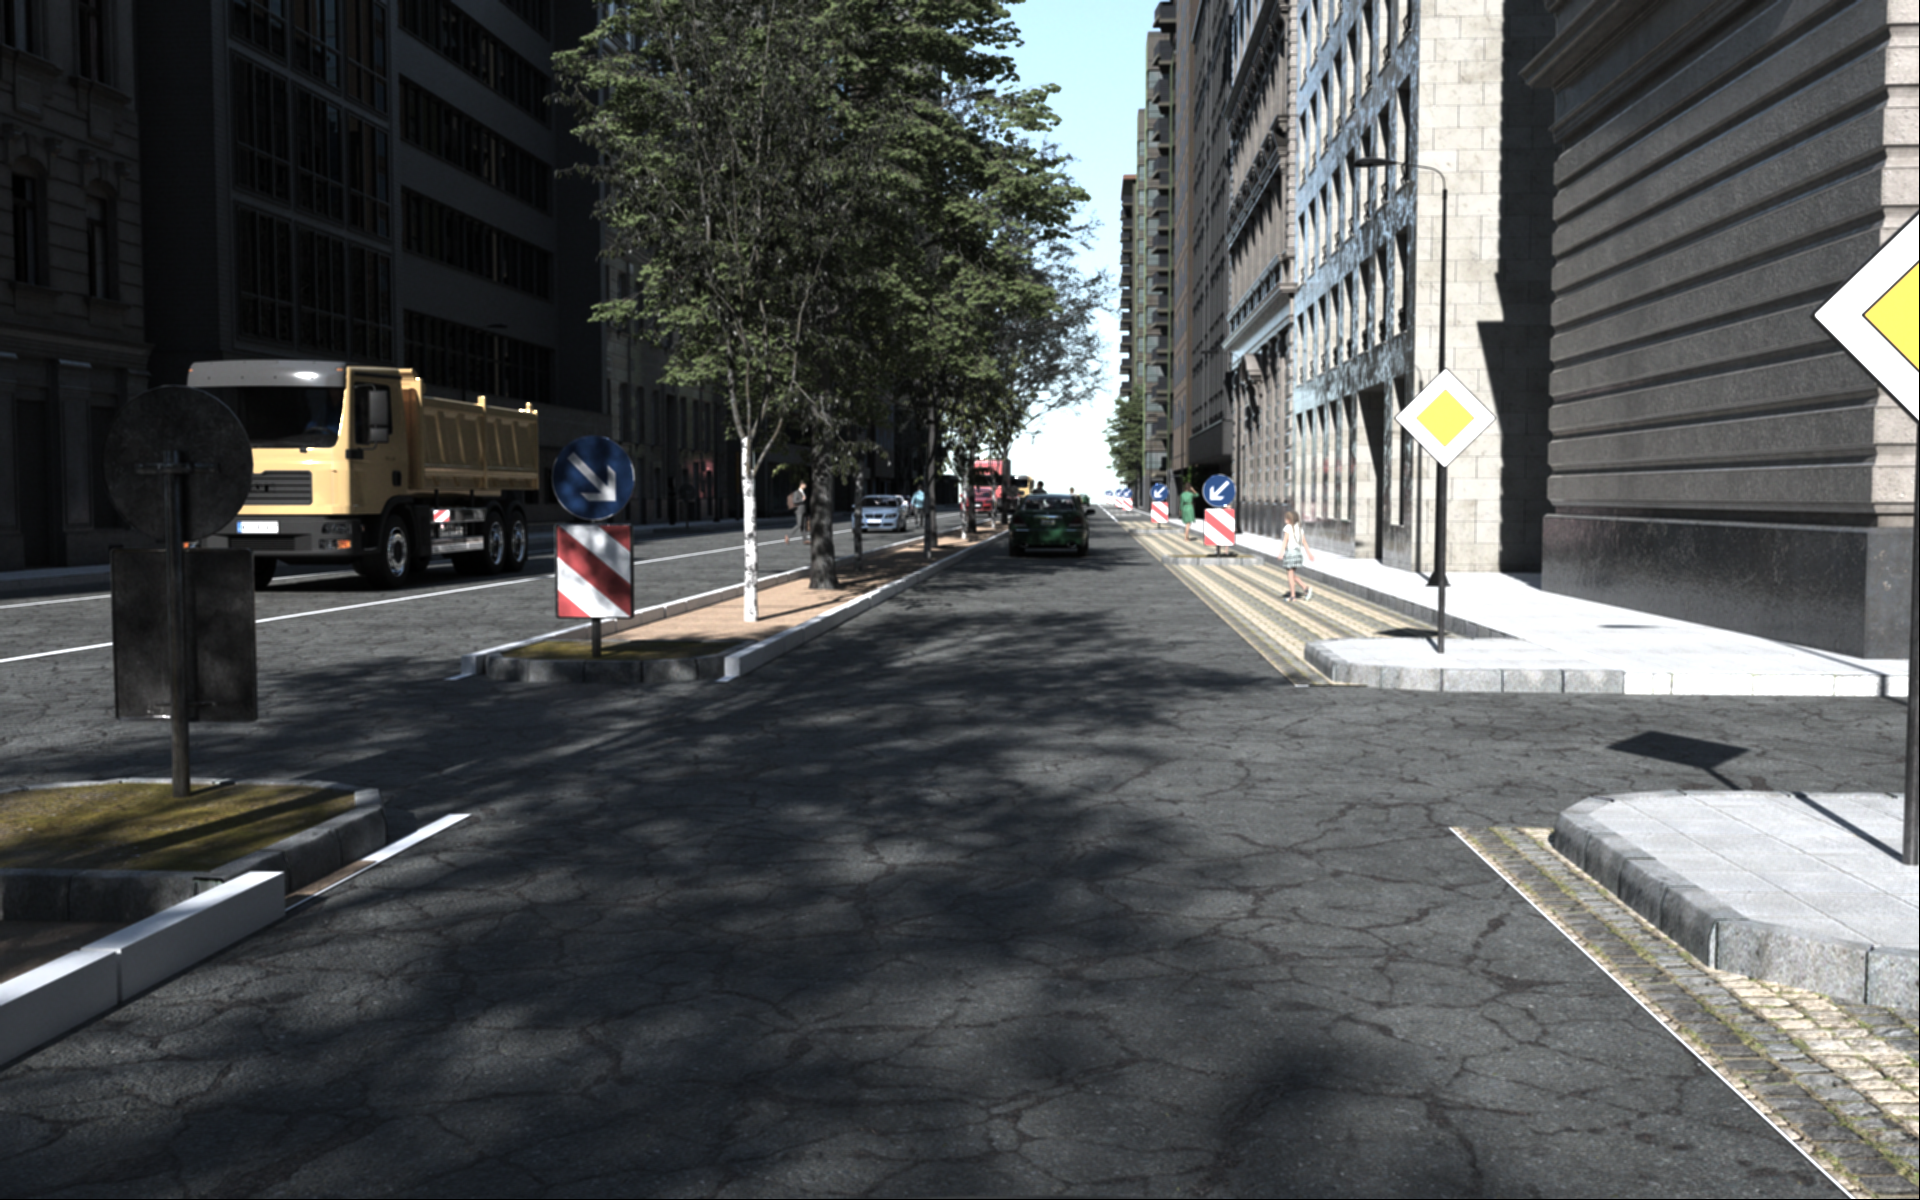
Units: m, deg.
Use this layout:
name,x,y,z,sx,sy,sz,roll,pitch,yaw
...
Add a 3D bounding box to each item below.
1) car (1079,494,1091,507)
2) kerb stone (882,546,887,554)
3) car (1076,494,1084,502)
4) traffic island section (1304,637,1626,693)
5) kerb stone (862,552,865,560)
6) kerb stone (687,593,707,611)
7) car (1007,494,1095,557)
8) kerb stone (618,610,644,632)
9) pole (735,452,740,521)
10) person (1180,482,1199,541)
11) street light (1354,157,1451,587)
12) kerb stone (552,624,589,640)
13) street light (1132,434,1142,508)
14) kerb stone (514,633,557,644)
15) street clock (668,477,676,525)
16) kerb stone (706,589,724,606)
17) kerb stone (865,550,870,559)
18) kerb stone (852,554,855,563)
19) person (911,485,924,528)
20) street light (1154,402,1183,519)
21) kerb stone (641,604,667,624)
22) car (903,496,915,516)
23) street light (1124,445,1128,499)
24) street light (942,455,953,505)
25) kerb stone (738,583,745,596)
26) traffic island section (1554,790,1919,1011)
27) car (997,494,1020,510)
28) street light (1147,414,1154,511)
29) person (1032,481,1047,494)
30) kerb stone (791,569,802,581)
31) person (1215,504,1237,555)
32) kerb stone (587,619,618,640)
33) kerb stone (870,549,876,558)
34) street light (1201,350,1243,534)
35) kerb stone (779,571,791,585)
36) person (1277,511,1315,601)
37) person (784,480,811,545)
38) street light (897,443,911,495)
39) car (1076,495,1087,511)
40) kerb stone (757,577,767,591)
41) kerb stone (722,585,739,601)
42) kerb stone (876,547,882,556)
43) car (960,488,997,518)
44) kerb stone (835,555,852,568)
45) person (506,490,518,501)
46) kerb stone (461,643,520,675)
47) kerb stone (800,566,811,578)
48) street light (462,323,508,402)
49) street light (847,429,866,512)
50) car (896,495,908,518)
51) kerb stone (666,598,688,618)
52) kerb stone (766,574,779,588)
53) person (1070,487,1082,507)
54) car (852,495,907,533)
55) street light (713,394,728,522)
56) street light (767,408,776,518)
name,x,y,z,sx,sy,sz,roll,pitch,yaw
car,13.959,-11.443,198.883,2.131,1.459,4.920,0,4,5
kerb stone,-1.906,-1.140,40.834,0.120,0.150,1.000,0,4,4
car,11.516,-10.098,175.318,2.015,1.641,3.980,0,4,3
traffic island section,3.898,0.508,13.980,2.009,0.180,2.903,0,4,4
kerb stone,-2.199,-0.889,36.723,0.120,0.150,1.000,0,4,4
kerb stone,-3.320,0.050,21.382,0.120,0.150,1.000,0,4,4
car,2.139,-1.788,41.028,2.131,1.459,4.920,0,4,4
kerb stone,-3.554,0.238,18.306,0.120,0.150,1.000,0,4,4
pole,-10.732,-5.486,83.545,0.158,3.312,0.155,0,3,0
person,6.906,-2.681,52.588,0.600,1.795,0.529,2,4,32
street light,6.134,-3.149,24.033,1.470,5.913,1.316,0,4,4
kerb stone,-3.704,0.364,16.242,0.120,0.150,1.000,0,4,4
street light,14.132,-9.828,133.225,1.470,5.913,1.316,0,4,4
kerb stone,-3.773,0.427,15.221,0.120,0.150,1.000,0,4,4
street clock,-11.961,-4.121,71.941,0.358,2.002,0.471,0,4,4
kerb stone,-3.253,-0.011,22.409,0.120,0.150,1.000,0,4,4
kerb stone,-2.131,-0.951,37.749,0.120,0.150,1.000,0,4,4
kerb stone,-2.276,-0.826,35.703,0.120,0.150,1.000,0,4,4
person,-1.734,-3.959,73.254,0.660,1.820,0.620,-1,4,-12
street light,10.709,-7.042,87.673,1.470,5.913,1.316,0,4,4
kerb stone,-3.481,0.175,19.329,0.120,0.150,1.000,0,4,4
car,-3.955,-6.144,113.033,1.945,1.354,3.894,0,4,6
street light,16.316,-11.775,165.069,1.470,5.913,1.316,0,4,4
street light,-1.447,-14.332,206.874,1.470,5.913,1.316,0,4,4
kerb stone,-3.101,-0.138,24.452,0.120,0.150,1.000,0,4,4
traffic island section,3.316,0.995,6.016,2.009,0.180,2.903,0,4,4
car,4.220,-8.912,154.387,2.281,1.827,5.304,0,4,4
street light,11.618,-7.849,100.880,1.470,5.913,1.316,0,4,4
person,2.433,-2.861,55.080,0.655,1.846,0.447,-2,4,-32
kerb stone,-2.795,-0.389,28.553,0.120,0.150,1.000,0,4,4
person,6.176,-1.630,40.172,0.505,1.210,0.382,-2,4,-35
kerb stone,-3.631,0.301,17.270,0.120,0.150,1.000,0,4,4
kerb stone,-2.060,-1.014,38.778,0.120,0.150,1.000,0,4,4
street light,8.438,-5.095,55.852,1.470,5.913,1.316,0,4,4
kerb stone,-2.877,-0.326,27.535,0.120,0.150,1.000,0,4,4
person,4.430,-0.577,22.950,0.505,1.210,0.382,-3,5,-44
person,-4.564,-2.494,49.249,0.822,1.834,0.622,0,4,5
street light,-5.079,-11.249,156.459,1.470,5.913,1.316,0,4,4
car,5.332,-4.706,86.735,2.009,1.686,4.222,0,4,6
kerb stone,-3.022,-0.201,25.478,0.120,0.150,1.000,0,4,4
kerb stone,-3.177,-0.075,23.428,0.120,0.150,1.000,0,4,4
kerb stone,-1.978,-1.075,39.796,0.120,0.150,1.000,0,4,4
car,1.169,-6.041,107.439,2.281,1.827,5.304,0,4,4
kerb stone,-2.350,-0.764,34.683,0.120,0.150,1.000,0,4,4
person,-11.615,-2.208,44.813,0.699,1.804,1.509,-1,4,-8
kerb stone,-3.852,0.489,14.198,0.120,0.150,1.000,0,4,4
kerb stone,-2.724,-0.451,29.573,0.120,0.150,1.000,0,4,4
street light,-13.006,-4.574,47.332,1.470,5.913,1.316,0,4,4
street light,-7.439,-9.280,124.273,1.470,5.913,1.316,0,4,4
car,-4.123,-5.602,103.960,2.083,1.381,4.827,0,4,2
kerb stone,-3.395,0.115,20.353,0.120,0.150,1.000,0,4,4
kerb stone,-2.958,-0.264,26.506,0.120,0.150,1.000,0,4,4
person,5.140,-4.218,78.139,0.731,1.740,0.598,1,4,10
car,-2.998,-3.241,64.989,2.014,1.417,4.499,0,4,3
street light,-10.618,-6.520,79.145,1.470,5.913,1.316,0,4,4
street light,-9.688,-7.293,91.782,1.470,5.913,1.316,0,4,4
